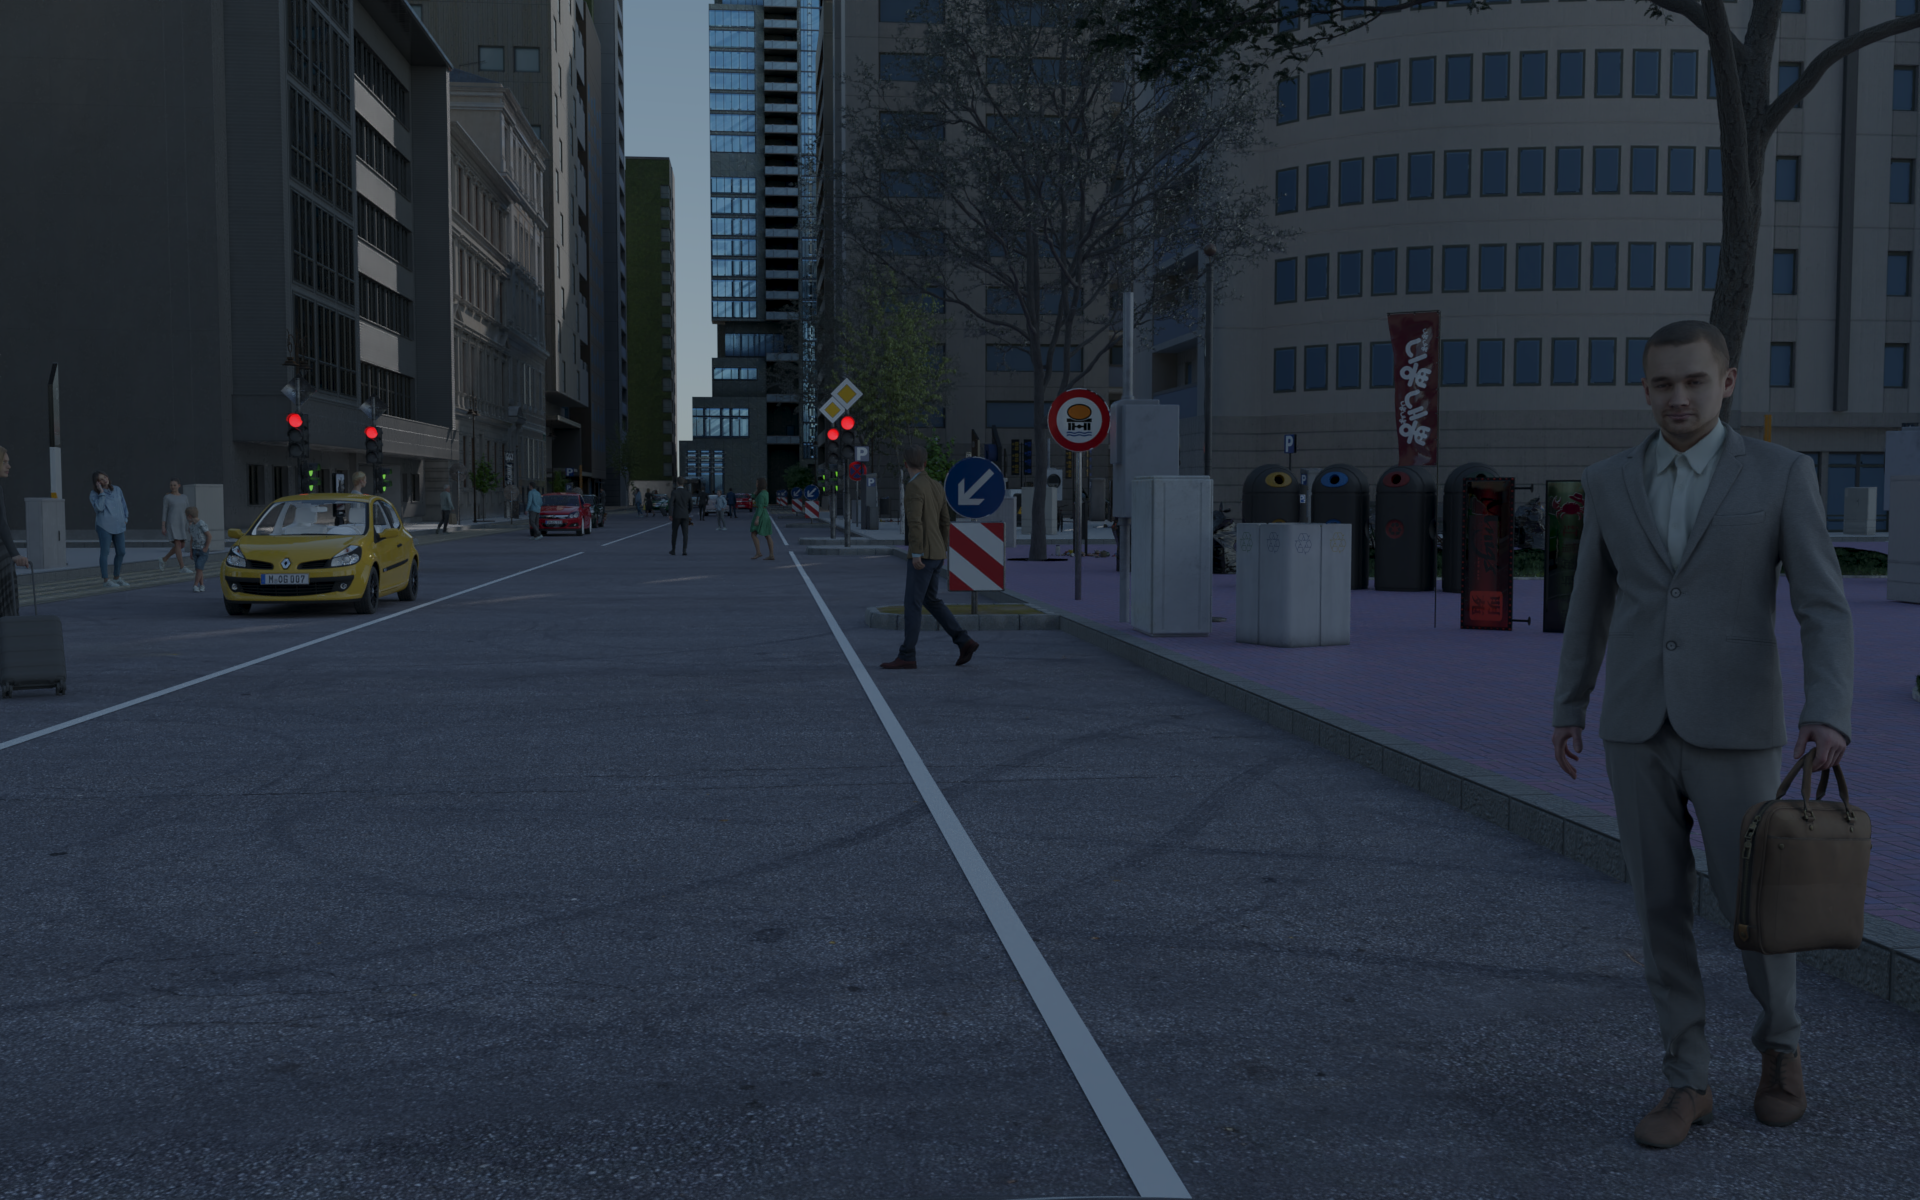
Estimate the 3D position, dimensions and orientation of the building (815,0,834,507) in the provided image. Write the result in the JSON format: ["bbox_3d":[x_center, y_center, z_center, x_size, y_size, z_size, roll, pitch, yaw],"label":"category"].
[{"bbox_3d":[-2.688,-33.144,165.598,21.300,48.544,21.600,0,4,-7],"label":"building"}]

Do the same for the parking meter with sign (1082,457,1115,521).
[{"bbox_3d":[6.453,-5.194,81.187,1.738,3.016,0.543,-1,4,-10],"label":"parking meter with sign"}]

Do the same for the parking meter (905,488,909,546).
[{"bbox_3d":[-1.191,-2.117,43.023,0.372,1.533,0.369,0,3,0],"label":"parking meter"}]

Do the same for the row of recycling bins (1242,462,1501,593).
[{"bbox_3d":[5.499,-0.988,23.262,3.534,1.692,1.069,2,4,25],"label":"row of recycling bins"}]

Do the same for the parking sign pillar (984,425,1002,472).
[{"bbox_3d":[1.294,-4.801,66.976,1.447,3.967,1.447,-1,4,-10],"label":"parking sign pillar"}]

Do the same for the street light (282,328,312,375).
[{"bbox_3d":[-18.429,-4.617,48.276,0.468,5.910,1.993,0,4,-7],"label":"street light"}]

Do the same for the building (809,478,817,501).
[{"bbox_3d":[-0.188,-30.408,189.053,32.217,40.220,23.993,0,4,-7],"label":"building"}]

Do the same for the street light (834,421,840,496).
[{"bbox_3d":[-6.769,-7.416,94.046,0.468,5.910,1.993,0,4,-7],"label":"street light"}]

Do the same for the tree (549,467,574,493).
[{"bbox_3d":[-28.204,-7.790,121.965,1.663,3.219,1.824,0,3,0],"label":"tree"}]

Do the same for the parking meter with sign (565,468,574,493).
[{"bbox_3d":[-25.859,-7.232,114.497,0.543,3.016,1.738,0,4,-8],"label":"parking meter with sign"}]

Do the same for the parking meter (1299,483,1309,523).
[{"bbox_3d":[6.785,-1.608,34.697,0.372,1.533,0.369,0,3,0],"label":"parking meter"}]

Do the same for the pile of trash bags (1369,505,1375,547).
[{"bbox_3d":[8.944,-1.778,38.823,1.912,1.369,3.447,-1,4,-11],"label":"pile of trash bags"}]

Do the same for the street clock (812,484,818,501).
[{"bbox_3d":[-10.015,-7.024,119.418,0.358,2.002,0.471,-2,4,-32],"label":"street clock"}]

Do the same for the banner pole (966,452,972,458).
[{"bbox_3d":[0.556,-6.124,90.148,0.401,3.779,0.863,3,5,39],"label":"banner pole"}]

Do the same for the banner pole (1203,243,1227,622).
[{"bbox_3d":[2.513,-1.689,17.628,0.401,3.779,0.863,0,4,4],"label":"banner pole"}]

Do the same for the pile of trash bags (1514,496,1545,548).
[{"bbox_3d":[13.756,-1.928,41.271,3.447,1.369,1.912,2,4,27],"label":"pile of trash bags"}]

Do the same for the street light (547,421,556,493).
[{"bbox_3d":[-25.180,-8.211,107.033,0.468,5.910,1.993,0,4,-7],"label":"street light"}]

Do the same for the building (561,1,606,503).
[{"bbox_3d":[-39.647,-30.907,155.439,14.600,45.320,14.200,0,4,-7],"label":"building"}]

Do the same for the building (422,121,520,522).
[{"bbox_3d":[-29.703,-15.429,88.426,11.583,22.565,21.152,0,4,-7],"label":"building"}]

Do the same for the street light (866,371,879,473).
[{"bbox_3d":[-3.285,-5.633,64.887,0.468,5.910,1.993,0,4,-7],"label":"street light"}]

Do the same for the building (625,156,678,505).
[{"bbox_3d":[-41.975,-32.325,212.106,14.086,41.232,14.154,0,4,-7],"label":"building"}]

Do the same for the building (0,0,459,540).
[{"bbox_3d":[-27.858,-14.865,62.111,14.314,24.678,30.058,0,4,-7],"label":"building"}]

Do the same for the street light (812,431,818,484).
[{"bbox_3d":[-10.322,-9.222,123.559,0.468,5.910,1.993,0,4,-7],"label":"street light"}]

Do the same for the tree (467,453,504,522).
[{"bbox_3d":[-21.984,-5.244,80.346,1.663,3.219,1.824,0,3,0],"label":"tree"}]

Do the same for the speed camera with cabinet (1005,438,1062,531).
[{"bbox_3d":[2.584,-4.093,61.256,2.038,3.252,0.660,-1,4,-21],"label":"speed camera with cabinet"}]

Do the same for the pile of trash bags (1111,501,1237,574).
[{"bbox_3d":[3.442,-1.175,28.958,1.912,1.369,3.447,-1,4,-13],"label":"pile of trash bags"}]

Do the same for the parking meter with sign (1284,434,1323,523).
[{"bbox_3d":[10.430,-3.346,50.973,1.738,3.016,0.543,-1,4,-20],"label":"parking meter with sign"}]

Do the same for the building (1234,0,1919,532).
[{"bbox_3d":[21.779,-31.929,64.036,28.212,58.520,21.231,0,4,-7],"label":"building"}]

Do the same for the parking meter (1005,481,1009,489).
[{"bbox_3d":[2.039,-4.482,78.992,0.399,1.863,0.255,1,4,16],"label":"parking meter"}]

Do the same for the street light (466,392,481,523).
[{"bbox_3d":[-21.732,-6.402,77.462,0.468,5.910,1.993,0,4,-7],"label":"street light"}]

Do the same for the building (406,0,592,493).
[{"bbox_3d":[-43.612,-33.306,133.799,28.713,52.752,27.495,0,4,-7],"label":"building"}]

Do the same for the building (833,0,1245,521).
[{"bbox_3d":[2.832,-34.412,104.632,21.231,58.520,28.212,0,4,-7],"label":"building"}]

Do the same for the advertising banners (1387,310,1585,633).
[{"bbox_3d":[4.993,-1.227,16.250,2.074,3.025,0.090,2,4,33],"label":"advertising banners"}]

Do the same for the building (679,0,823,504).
[{"bbox_3d":[-19.575,-55.375,218.053,31.000,86.520,22.319,0,4,-7],"label":"building"}]

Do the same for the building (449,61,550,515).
[{"bbox_3d":[-33.513,-19.732,108.530,13.634,28.700,20.117,0,4,-7],"label":"building"}]

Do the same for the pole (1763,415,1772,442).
[{"bbox_3d":[20.738,-3.102,44.562,0.158,3.312,0.155,0,3,0],"label":"pole"}]

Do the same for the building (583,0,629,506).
[{"bbox_3d":[-50.076,-39.268,184.031,28.212,58.520,21.231,0,4,-7],"label":"building"}]

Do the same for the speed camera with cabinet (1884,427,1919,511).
[{"bbox_3d":[13.586,-1.845,24.509,0.660,3.252,2.038,3,4,39],"label":"speed camera with cabinet"}]

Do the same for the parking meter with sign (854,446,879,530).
[{"bbox_3d":[-3.323,-4.057,62.591,0.543,3.016,1.738,-1,4,-19],"label":"parking meter with sign"}]

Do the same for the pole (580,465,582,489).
[{"bbox_3d":[-26.641,-7.823,121.747,0.158,3.312,0.155,0,3,0],"label":"pole"}]

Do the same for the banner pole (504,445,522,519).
[{"bbox_3d":[-22.880,-6.032,88.633,0.863,3.779,0.401,-1,4,-21],"label":"banner pole"}]

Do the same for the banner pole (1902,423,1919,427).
[{"bbox_3d":[29.406,-3.874,53.359,0.863,3.779,0.401,3,5,41],"label":"banner pole"}]
